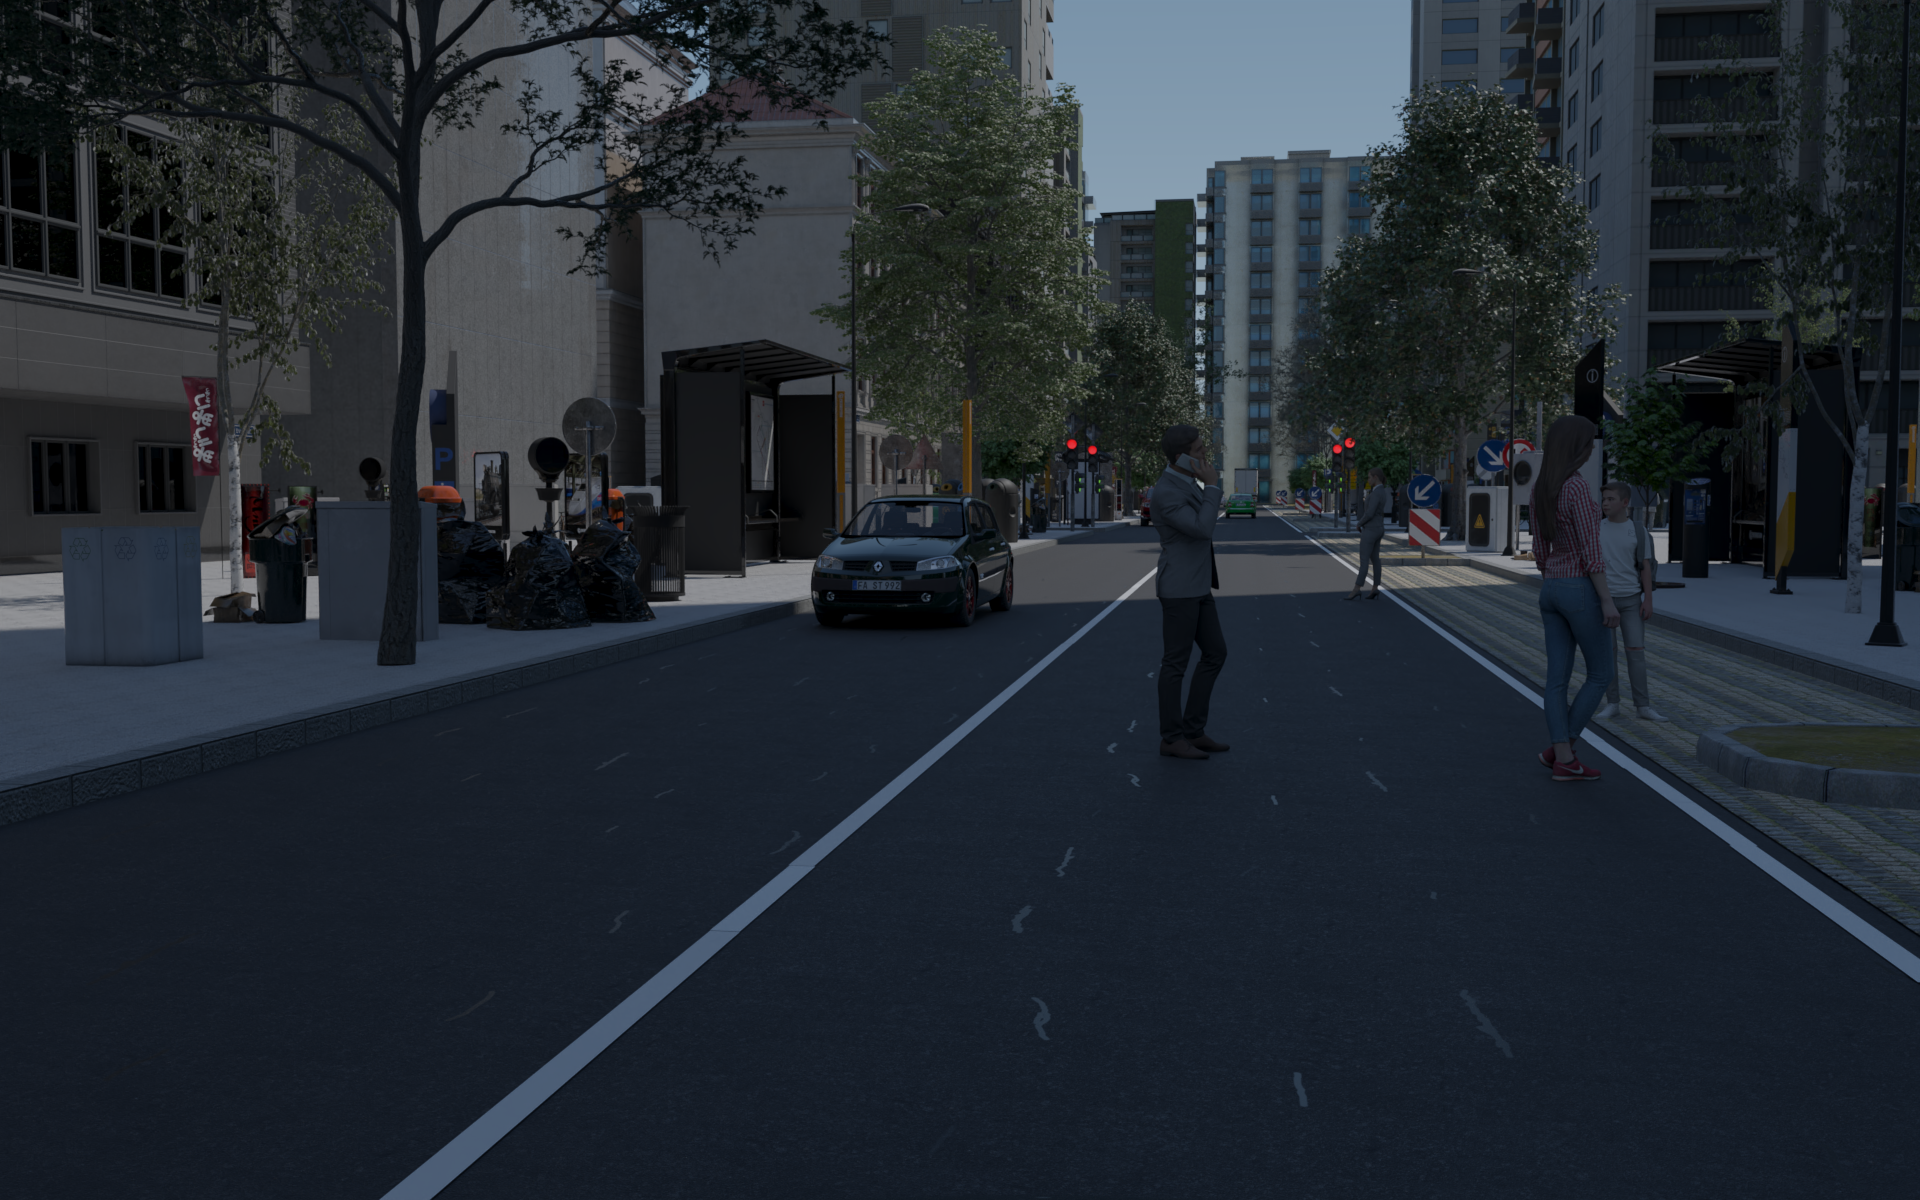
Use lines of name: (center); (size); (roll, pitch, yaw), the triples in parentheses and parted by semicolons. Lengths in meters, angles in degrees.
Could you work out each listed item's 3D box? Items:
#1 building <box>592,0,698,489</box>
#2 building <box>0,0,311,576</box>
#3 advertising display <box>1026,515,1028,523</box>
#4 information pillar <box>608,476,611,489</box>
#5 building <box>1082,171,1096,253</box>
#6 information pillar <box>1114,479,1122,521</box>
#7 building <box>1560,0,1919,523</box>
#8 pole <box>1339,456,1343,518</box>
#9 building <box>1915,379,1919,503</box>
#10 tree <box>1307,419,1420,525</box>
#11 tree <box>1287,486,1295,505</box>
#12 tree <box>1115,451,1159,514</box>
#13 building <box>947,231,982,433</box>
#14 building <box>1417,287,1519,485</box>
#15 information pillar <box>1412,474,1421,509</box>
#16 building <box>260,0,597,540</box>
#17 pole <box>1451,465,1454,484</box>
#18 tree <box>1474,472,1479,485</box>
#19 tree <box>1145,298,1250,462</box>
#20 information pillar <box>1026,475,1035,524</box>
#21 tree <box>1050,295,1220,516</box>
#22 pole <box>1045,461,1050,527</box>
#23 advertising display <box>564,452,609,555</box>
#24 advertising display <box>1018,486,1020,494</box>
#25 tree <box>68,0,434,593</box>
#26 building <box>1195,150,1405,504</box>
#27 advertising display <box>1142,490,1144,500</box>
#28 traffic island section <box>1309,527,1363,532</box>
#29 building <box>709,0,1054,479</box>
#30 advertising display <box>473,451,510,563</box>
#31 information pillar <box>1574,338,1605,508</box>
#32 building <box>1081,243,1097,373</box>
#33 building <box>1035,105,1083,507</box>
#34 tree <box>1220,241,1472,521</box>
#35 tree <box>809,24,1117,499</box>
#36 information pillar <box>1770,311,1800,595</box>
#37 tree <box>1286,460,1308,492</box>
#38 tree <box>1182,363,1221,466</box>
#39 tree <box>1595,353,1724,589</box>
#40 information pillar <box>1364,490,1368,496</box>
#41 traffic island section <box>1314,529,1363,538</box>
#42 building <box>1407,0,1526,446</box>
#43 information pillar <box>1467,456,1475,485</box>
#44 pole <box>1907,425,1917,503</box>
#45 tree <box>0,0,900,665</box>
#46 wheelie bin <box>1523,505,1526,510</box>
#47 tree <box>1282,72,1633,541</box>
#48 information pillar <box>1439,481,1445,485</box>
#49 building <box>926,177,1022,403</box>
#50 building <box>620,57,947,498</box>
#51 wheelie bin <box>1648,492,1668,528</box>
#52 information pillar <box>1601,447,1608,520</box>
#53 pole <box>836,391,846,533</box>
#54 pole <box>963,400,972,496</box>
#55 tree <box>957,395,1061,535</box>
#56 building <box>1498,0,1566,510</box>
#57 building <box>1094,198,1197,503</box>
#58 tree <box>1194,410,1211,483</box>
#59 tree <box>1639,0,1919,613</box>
building: (-25.159, -18.568, 89.495); (20.117, 28.700, 13.634); (1, 4, 9)
building: (-21.103, -14.009, 22.547); (14.314, 27.812, 24.014); (1, 4, 9)
advertising display: (2.886, -4.237, 74.481); (0.123, 1.923, 0.974); (1, 4, 18)
information pillar: (-14.579, -4.104, 71.588); (0.304, 2.012, 0.304); (0, 4, -3)
building: (4.406, -38.592, 250.589); (30.456, 49.044, 23.786); (1, 4, 9)
information pillar: (7.687, -4.871, 84.140); (0.304, 2.012, 0.304); (-1, 4, -12)
building: (41.005, -39.318, 81.095); (20.611, 71.187, 20.563); (1, 4, 9)
pole: (20.508, -6.078, 93.216); (0.158, 3.312, 0.155); (0, 3, 0)
building: (33.203, -43.577, 25.160); (22.319, 86.520, 31.000); (1, 4, 9)
tree: (17.523, -5.374, 71.587); (4.285, 4.588, 4.351); (0, 3, 0)
tree: (41.144, -13.345, 212.785); (1.663, 3.219, 1.824); (0, 3, 0)
tree: (11.669, -7.871, 112.412); (4.285, 4.588, 4.351); (0, 3, 0)
building: (-5.845, -16.833, 111.384); (11.583, 22.565, 21.152); (1, 4, 9)
building: (56.972, -19.113, 157.529); (27.650, 21.520, 28.899); (1, 4, 9)
information pillar: (16.951, -3.660, 64.325); (0.304, 2.012, 0.304); (2, 4, 27)
building: (-21.345, -13.921, 45.630); (19.932, 24.808, 12.078); (1, 4, 9)
pole: (34.563, -7.813, 121.591); (0.158, 3.312, 0.155); (0, 3, 0)
tree: (35.313, -7.505, 117.311); (1.663, 3.219, 1.824); (0, 3, 0)
tree: (21.501, -19.018, 166.836); (12.611, 20.169, 13.585); (0, 3, 0)
information pillar: (2.878, -4.976, 72.719); (0.504, 3.616, 0.183); (2, 4, 27)
tree: (9.657, -11.207, 100.244); (9.611, 12.733, 9.660); (0, 3, 0)
pole: (3.400, -4.488, 67.214); (0.158, 3.312, 0.155); (0, 3, 0)
advertising display: (-5.841, -1.338, 27.090); (0.974, 1.923, 0.123); (3, 5, 41)
advertising display: (4.192, -7.419, 126.512); (0.974, 1.923, 0.123); (1, 4, 17)
tree: (-8.930, -4.366, 21.754); (4.360, 8.622, 3.978); (0, 3, 0)
building: (48.704, -38.181, 243.869); (30.456, 49.044, 23.786); (1, 4, 9)
advertising display: (13.875, -7.703, 131.164); (0.123, 1.923, 0.974); (1, 4, 8)
traffic island section: (14.309, -2.662, 65.808); (2.009, 0.180, 2.903); (1, 4, 9)
building: (-6.008, -34.808, 158.346); (28.713, 52.752, 27.495); (1, 4, 9)
advertising display: (-7.123, -1.293, 26.355); (0.123, 1.923, 0.974); (-3, 5, -40)
information pillar: (9.558, -2.140, 26.343); (0.183, 3.616, 0.504); (-2, 4, -32)
building: (8.649, -26.291, 201.561); (14.107, 30.474, 14.160); (1, 4, 9)
building: (4.923, -30.234, 177.926); (14.154, 41.232, 14.086); (1, 4, 9)
tree: (19.301, -10.529, 82.513); (12.009, 13.543, 11.850); (0, 3, 0)
tree: (0.102, -7.638, 43.012); (7.486, 12.596, 7.792); (0, 3, 0)
information pillar: (10.535, -1.878, 22.055); (0.183, 3.616, 0.504); (1, 4, 9)
tree: (27.453, -9.055, 131.770); (4.285, 4.588, 4.351); (0, 3, 0)
tree: (15.872, -13.978, 138.908); (12.009, 13.543, 11.850); (0, 3, 0)
tree: (9.634, -1.791, 23.890); (1.663, 3.219, 1.824); (0, 3, 0)
information pillar: (32.554, -9.044, 139.228); (0.504, 3.616, 0.183); (-1, 4, -19)
traffic island section: (13.004, -2.180, 57.930); (2.009, 0.180, 2.903); (1, 4, 9)
building: (58.644, -39.328, 185.013); (21.231, 58.520, 28.212); (1, 4, 9)
information pillar: (31.377, -7.038, 106.423); (0.183, 3.616, 0.504); (-3, 5, -40)
pole: (27.992, -3.494, 50.967); (0.158, 3.312, 0.155); (0, 3, 0)
tree: (-3.910, -4.795, 12.810); (7.601, 10.594, 8.767); (-1, 4, -17)
wheelie bin: (33.896, -5.927, 104.810); (0.980, 1.594, 0.693); (-1, 4, -9)
tree: (13.703, -7.982, 47.507); (9.611, 12.733, 9.660); (0, 3, 0)
information pillar: (26.587, -5.584, 95.792); (0.304, 2.012, 0.304); (-3, 5, -41)
building: (-2.434, -18.367, 129.977); (12.332, 23.373, 15.834); (1, 4, 9)
building: (-8.345, -15.550, 90.397); (11.583, 22.565, 21.152); (1, 4, 9)
wheelie bin: (26.441, -3.536, 65.729); (0.693, 1.594, 0.980); (3, 4, 37)
information pillar: (9.992, -1.393, 27.274); (0.304, 2.012, 0.304); (3, 5, 39)
pole: (-2.367, -2.481, 34.407); (0.158, 3.312, 0.155); (0, 3, 0)
pole: (0.156, -2.680, 37.657); (0.158, 3.312, 0.155); (0, 3, 0)
tree: (1.517, -4.337, 54.626); (4.285, 4.588, 4.351); (0, 3, 0)
building: (47.361, -27.965, 111.848); (22.147, 44.769, 28.867); (1, 4, 9)
building: (25.883, -34.191, 242.610); (14.086, 41.232, 14.154); (1, 4, 9)
tree: (23.438, -16.367, 185.728); (7.486, 12.596, 7.792); (0, 3, 0)
tree: (9.659, -4.177, 18.654); (4.360, 8.622, 3.978); (0, 3, 0)
